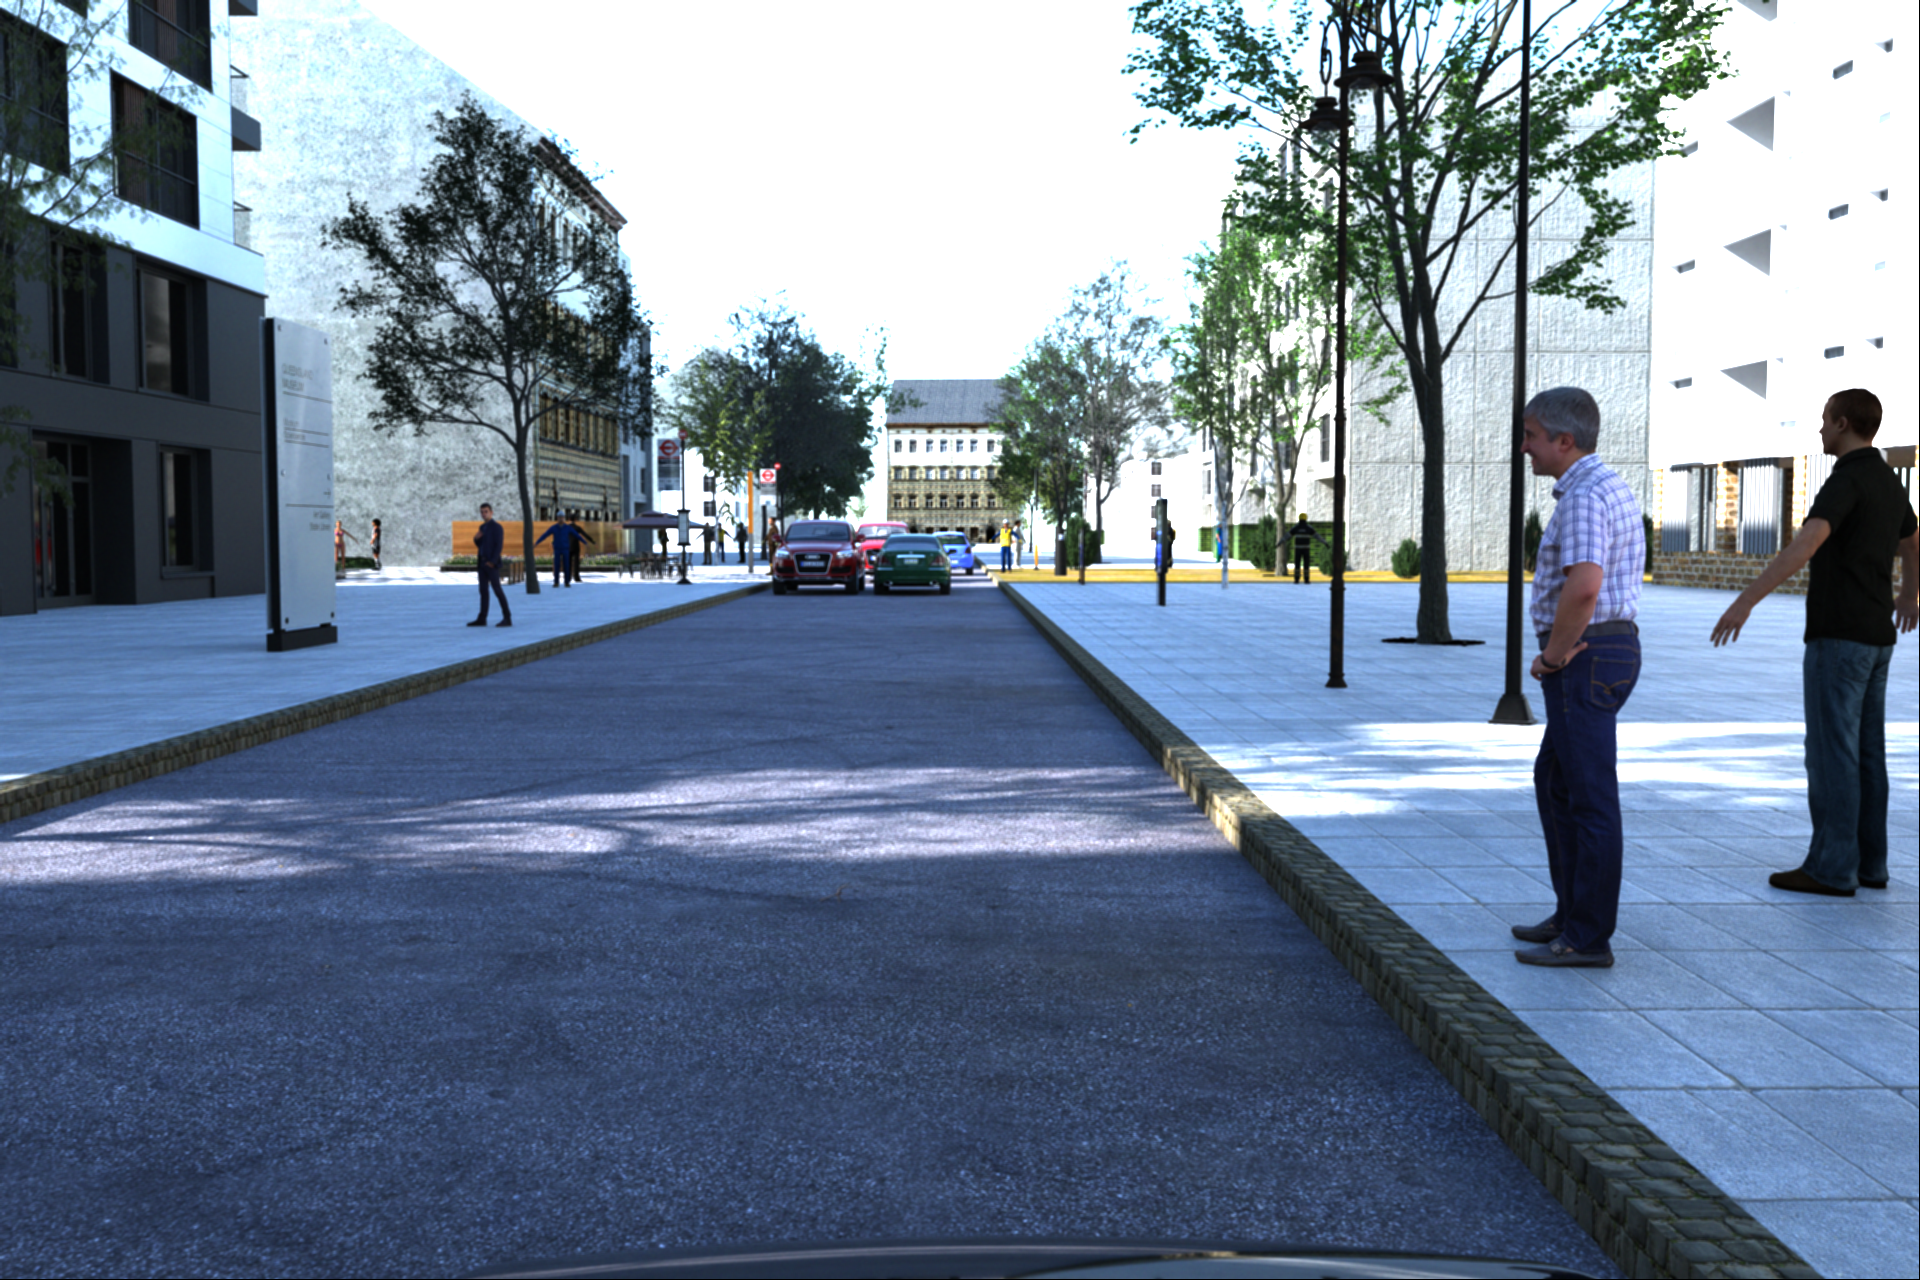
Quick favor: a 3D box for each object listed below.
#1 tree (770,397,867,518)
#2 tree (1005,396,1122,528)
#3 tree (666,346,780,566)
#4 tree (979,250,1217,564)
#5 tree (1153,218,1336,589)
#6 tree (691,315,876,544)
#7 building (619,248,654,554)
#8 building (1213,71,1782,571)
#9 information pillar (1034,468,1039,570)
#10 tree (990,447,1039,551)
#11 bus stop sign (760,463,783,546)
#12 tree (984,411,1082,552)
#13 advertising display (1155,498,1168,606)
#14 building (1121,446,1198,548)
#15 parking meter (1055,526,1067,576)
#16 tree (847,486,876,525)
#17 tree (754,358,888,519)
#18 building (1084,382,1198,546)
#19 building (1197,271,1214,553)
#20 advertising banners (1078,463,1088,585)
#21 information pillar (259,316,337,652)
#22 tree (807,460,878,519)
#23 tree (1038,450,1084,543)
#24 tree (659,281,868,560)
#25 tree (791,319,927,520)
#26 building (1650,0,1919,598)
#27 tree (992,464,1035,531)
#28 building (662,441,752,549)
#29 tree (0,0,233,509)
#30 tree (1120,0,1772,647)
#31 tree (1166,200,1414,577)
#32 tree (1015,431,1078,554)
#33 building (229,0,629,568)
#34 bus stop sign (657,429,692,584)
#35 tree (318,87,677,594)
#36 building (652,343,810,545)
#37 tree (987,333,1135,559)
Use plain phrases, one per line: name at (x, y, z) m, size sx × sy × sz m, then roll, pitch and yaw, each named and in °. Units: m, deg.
tree at (-10.679, -12.433, 129.042) m, size 9.928 × 11.665 × 9.643 m, roll 0°, pitch 3°, yaw 0°
tree at (6.025, -10.017, 98.186) m, size 7.601 × 10.594 × 8.767 m, roll -2°, pitch 4°, yaw -34°
tree at (-9.479, -7.253, 68.945) m, size 4.737 × 8.622 × 4.395 m, roll 0°, pitch 3°, yaw 0°
tree at (6.103, -10.036, 74.459) m, size 12.009 × 13.543 × 11.850 m, roll 0°, pitch 3°, yaw 0°
tree at (6.182, -5.518, 40.581) m, size 4.360 × 8.622 × 3.978 m, roll 0°, pitch 3°, yaw 0°
tree at (-10.212, -11.493, 98.276) m, size 12.009 × 13.543 × 11.850 m, roll 0°, pitch 3°, yaw 0°
building at (-29.300, -14.463, 102.928) m, size 16.747 × 18.905 × 31.486 m, roll 0°, pitch 4°, yaw -1°
building at (21.716, -12.754, 74.981) m, size 16.747 × 18.905 × 31.486 m, roll 0°, pitch 4°, yaw 0°
information pillar at (2.731, -4.317, 61.931) m, size 0.183 × 3.616 × 0.504 m, roll 0°, pitch 4°, yaw -1°
tree at (4.638, -11.150, 132.664) m, size 4.737 × 8.622 × 4.395 m, roll 0°, pitch 3°, yaw 0°
bus stop sign at (-7.044, -4.659, 64.870) m, size 0.855 × 3.939 × 0.416 m, roll 0°, pitch 4°, yaw -1°
tree at (5.309, -11.482, 122.135) m, size 7.601 × 10.594 × 8.767 m, roll -2°, pitch 4°, yaw -26°
advertising display at (3.627, -1.589, 31.187) m, size 0.123 × 1.923 × 0.974 m, roll 0°, pitch 4°, yaw 0°
building at (22.596, -14.467, 178.674) m, size 9.099 × 9.664 × 28.070 m, roll 0°, pitch 4°, yaw -1°
parking meter at (3.108, -2.752, 53.403) m, size 0.372 × 1.533 × 0.369 m, roll 0°, pitch 3°, yaw 0°
tree at (-13.946, -17.868, 242.497) m, size 4.737 × 8.622 × 4.395 m, roll 0°, pitch 3°, yaw 0°
tree at (-9.678, -12.854, 116.819) m, size 9.857 × 13.997 × 8.962 m, roll 0°, pitch 3°, yaw 0°
building at (24.548, -20.979, 209.471) m, size 16.747 × 18.905 × 31.486 m, roll 0°, pitch 4°, yaw 0°
building at (25.378, -14.696, 106.731) m, size 16.747 × 18.905 × 31.486 m, roll 0°, pitch 4°, yaw -1°
advertising banners at (3.113, -2.917, 43.889) m, size 0.090 × 3.025 × 2.074 m, roll 0°, pitch 3°, yaw 0°
information pillar at (-7.462, -1.729, 19.580) m, size 0.184 × 3.620 × 1.656 m, roll 0°, pitch 4°, yaw 0°
tree at (-10.242, -12.428, 137.611) m, size 8.767 × 10.594 × 7.601 m, roll 1°, pitch 4°, yaw 16°
tree at (15.012, -20.389, 240.010) m, size 9.857 × 13.997 × 8.962 m, roll 0°, pitch 3°, yaw 0°
tree at (-9.516, -10.640, 84.341) m, size 12.009 × 13.543 × 11.850 m, roll 0°, pitch 3°, yaw 0°
tree at (-8.699, -18.065, 151.253) m, size 12.611 × 20.169 × 13.585 m, roll 0°, pitch 3°, yaw 0°
building at (22.443, -11.309, 41.322) m, size 16.016 × 20.090 × 11.380 m, roll 0°, pitch 4°, yaw -1°
tree at (5.083, -12.333, 152.010) m, size 4.360 × 8.622 × 3.978 m, roll 0°, pitch 3°, yaw 0°
building at (-24.813, -13.925, 169.824) m, size 9.099 × 9.664 × 28.070 m, roll 0°, pitch 4°, yaw 0°
tree at (-9.543, -3.977, 15.380) m, size 4.360 × 8.622 × 3.978 m, roll 0°, pitch 3°, yaw 0°
tree at (5.392, -5.765, 20.013) m, size 9.928 × 11.665 × 9.643 m, roll 0°, pitch 3°, yaw 0°
tree at (9.908, -7.745, 52.386) m, size 9.928 × 11.665 × 9.643 m, roll 0°, pitch 3°, yaw 0°
tree at (5.260, -9.738, 109.576) m, size 4.737 × 8.622 × 4.395 m, roll 0°, pitch 3°, yaw 0°
building at (-25.552, -14.896, 74.473) m, size 19.493 × 23.208 × 18.063 m, roll 0°, pitch 4°, yaw -1°
bus stop sign at (-7.285, -3.397, 44.250) m, size 0.855 × 3.939 × 0.416 m, roll 0°, pitch 4°, yaw -1°
tree at (-9.531, -6.273, 36.980) m, size 7.601 × 10.594 × 8.767 m, roll 0°, pitch 4°, yaw 0°
building at (-28.227, -23.098, 208.579) m, size 19.493 × 23.208 × 18.063 m, roll 0°, pitch 4°, yaw 0°
tree at (5.242, -9.959, 88.591) m, size 9.928 × 11.665 × 9.643 m, roll 0°, pitch 3°, yaw 0°
